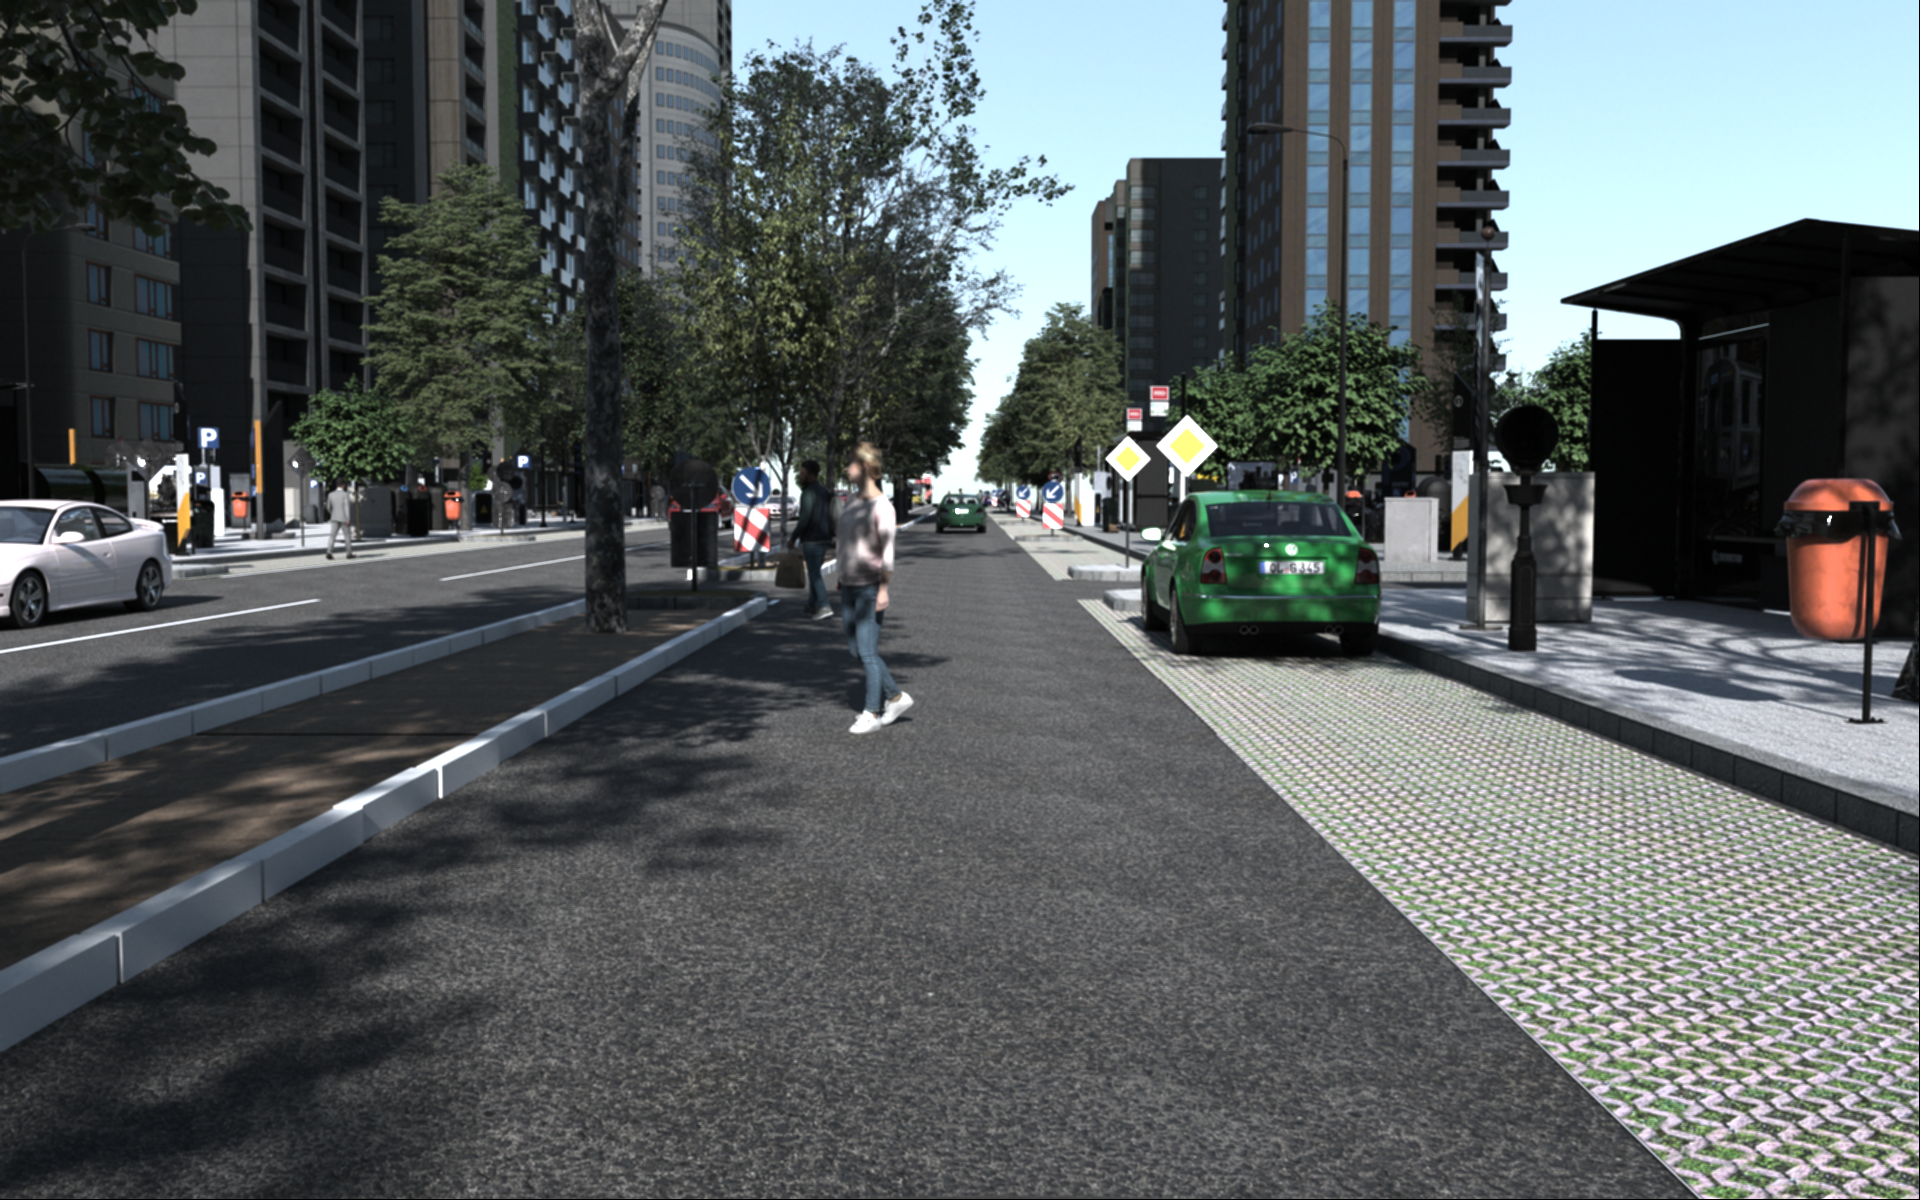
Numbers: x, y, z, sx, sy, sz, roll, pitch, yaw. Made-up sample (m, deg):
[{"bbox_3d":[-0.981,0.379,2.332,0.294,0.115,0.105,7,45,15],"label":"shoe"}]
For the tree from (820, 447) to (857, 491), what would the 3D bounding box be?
[{"bbox_3d":[-16.191,-20.543,252.880,9.611,12.733,9.660,0,3,0],"label":"tree"}]

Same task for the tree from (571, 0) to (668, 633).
[{"bbox_3d":[-2.438,-9.668,16.420,12.611,20.169,13.585,0,3,0],"label":"tree"}]

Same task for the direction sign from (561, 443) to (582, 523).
[{"bbox_3d":[-17.152,-5.171,76.542,0.876,3.537,0.379,0,4,0],"label":"direction sign"}]

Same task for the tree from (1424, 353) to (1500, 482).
[{"bbox_3d":[26.424,-8.653,91.833,4.360,8.622,3.978,0,3,0],"label":"tree"}]

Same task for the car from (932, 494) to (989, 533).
[{"bbox_3d":[0.026,-3.229,64.595,2.131,1.459,4.920,0,4,-1],"label":"car"}]

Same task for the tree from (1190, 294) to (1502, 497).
[{"bbox_3d":[6.167,-2.748,28.650,4.285,4.588,4.351,0,3,0],"label":"tree"}]

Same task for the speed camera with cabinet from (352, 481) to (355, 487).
[{"bbox_3d":[-28.557,-5.483,83.978,0.660,3.252,2.038,2,4,25],"label":"speed camera with cabinet"}]

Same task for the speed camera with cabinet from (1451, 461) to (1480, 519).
[{"bbox_3d":[19.996,-4.601,69.562,0.660,3.252,2.038,-3,4,-38],"label":"speed camera with cabinet"}]

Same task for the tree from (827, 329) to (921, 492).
[{"bbox_3d":[-3.601,-7.360,73.161,4.360,8.622,3.978,0,3,0],"label":"tree"}]

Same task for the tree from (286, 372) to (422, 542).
[{"bbox_3d":[-16.346,-3.860,46.827,4.285,4.588,4.351,0,3,0],"label":"tree"}]

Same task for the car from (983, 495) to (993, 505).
[{"bbox_3d":[3.436,-10.915,191.034,1.945,1.354,3.894,0,4,1],"label":"car"}]

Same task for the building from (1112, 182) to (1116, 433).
[{"bbox_3d":[26.879,-33.255,227.306,14.154,41.232,14.086,0,4,0],"label":"building"}]

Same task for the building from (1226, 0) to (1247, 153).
[{"bbox_3d":[26.415,-27.165,127.746,14.154,41.232,14.086,0,4,0],"label":"building"}]

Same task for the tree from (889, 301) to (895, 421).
[{"bbox_3d":[-3.723,-5.103,36.247,4.737,8.622,4.395,0,3,0],"label":"tree"}]

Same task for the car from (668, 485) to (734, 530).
[{"bbox_3d":[-10.422,-3.748,69.950,2.281,1.827,5.304,0,4,1],"label":"car"}]

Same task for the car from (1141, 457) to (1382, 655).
[{"bbox_3d":[2.787,-0.484,16.713,1.959,1.807,4.718,0,4,0],"label":"car"}]

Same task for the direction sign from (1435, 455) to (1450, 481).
[{"bbox_3d":[27.955,-6.625,100.317,0.876,3.537,0.379,2,4,32],"label":"direction sign"}]

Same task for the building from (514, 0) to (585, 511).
[{"bbox_3d":[-41.712,-31.479,134.287,23.786,49.044,30.456,0,4,0],"label":"building"}]

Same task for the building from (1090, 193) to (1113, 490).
[{"bbox_3d":[26.782,-37.097,256.645,14.600,45.320,14.200,0,4,0],"label":"building"}]

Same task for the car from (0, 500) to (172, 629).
[{"bbox_3d":[-10.808,-0.459,19.864,2.083,1.381,4.827,0,4,0],"label":"car"}]

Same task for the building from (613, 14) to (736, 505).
[{"bbox_3d":[-40.544,-41.217,215.902,21.231,58.520,28.212,0,4,0],"label":"building"}]

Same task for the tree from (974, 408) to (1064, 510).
[{"bbox_3d":[6.315,-14.345,168.949,8.767,10.594,7.601,-1,4,-20],"label":"tree"}]

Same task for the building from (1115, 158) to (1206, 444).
[{"bbox_3d":[27.214,-32.393,213.219,14.154,41.232,14.086,0,4,0],"label":"building"}]

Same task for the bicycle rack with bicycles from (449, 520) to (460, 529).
[{"bbox_3d":[-19.440,-3.089,63.882,2.852,0.926,2.925,0,4,7],"label":"bicycle rack with bicycles"}]

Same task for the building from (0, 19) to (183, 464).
[{"bbox_3d":[-46.321,-13.001,57.608,27.650,21.520,28.899,0,4,0],"label":"building"}]

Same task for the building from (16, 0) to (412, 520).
[{"bbox_3d":[-40.379,-39.787,88.764,20.563,71.187,20.611,0,4,0],"label":"building"}]

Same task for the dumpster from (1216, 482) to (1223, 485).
[{"bbox_3d":[7.733,-2.724,47.038,1.502,2.255,1.985,0,4,0],"label":"dumpster"}]

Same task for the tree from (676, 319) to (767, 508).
[{"bbox_3d":[-16.261,-13.204,122.534,9.857,13.997,8.962,0,3,0],"label":"tree"}]

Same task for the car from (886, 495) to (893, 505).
[{"bbox_3d":[-6.861,-9.389,166.087,1.945,1.354,3.894,0,3,0],"label":"car"}]

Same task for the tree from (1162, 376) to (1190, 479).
[{"bbox_3d":[6.091,-3.412,39.499,4.285,4.588,4.351,0,3,0],"label":"tree"}]

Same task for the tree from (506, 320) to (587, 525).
[{"bbox_3d":[-16.879,-7.484,72.726,4.360,8.622,3.978,0,3,0],"label":"tree"}]

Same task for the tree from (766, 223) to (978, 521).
[{"bbox_3d":[-3.812,-10.480,80.459,9.857,13.997,8.962,0,3,0],"label":"tree"}]

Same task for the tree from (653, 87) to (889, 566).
[{"bbox_3d":[-3.642,-4.807,31.419,4.737,8.622,4.395,0,3,0],"label":"tree"}]

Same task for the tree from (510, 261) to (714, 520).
[{"bbox_3d":[-16.897,-10.297,85.362,9.611,12.733,9.660,0,3,0],"label":"tree"}]

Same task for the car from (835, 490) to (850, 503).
[{"bbox_3d":[-10.261,-8.495,147.565,2.281,1.827,5.304,0,4,-1],"label":"car"}]

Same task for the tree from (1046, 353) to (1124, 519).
[{"bbox_3d":[6.180,-8.552,90.193,4.737,8.622,4.395,0,3,0],"label":"tree"}]

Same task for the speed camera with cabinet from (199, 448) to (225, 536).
[{"bbox_3d":[-23.003,-3.604,53.269,0.660,3.252,2.038,-2,4,-26],"label":"speed camera with cabinet"}]

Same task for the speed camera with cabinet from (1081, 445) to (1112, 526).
[{"bbox_3d":[5.503,-4.610,69.713,0.660,3.252,2.038,2,4,26],"label":"speed camera with cabinet"}]

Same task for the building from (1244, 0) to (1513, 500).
[{"bbox_3d":[26.762,-28.342,113.504,14.600,45.320,14.200,0,4,0],"label":"building"}]

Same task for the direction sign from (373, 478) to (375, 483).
[{"bbox_3d":[-26.258,-5.237,77.616,0.379,3.537,0.876,0,4,-3],"label":"direction sign"}]

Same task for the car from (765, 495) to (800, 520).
[{"bbox_3d":[-9.937,-5.133,96.294,2.083,1.381,4.827,0,4,0],"label":"car"}]

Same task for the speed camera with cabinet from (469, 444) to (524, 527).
[{"bbox_3d":[-18.316,-4.535,68.484,2.038,3.252,0.660,-2,4,-25],"label":"speed camera with cabinet"}]

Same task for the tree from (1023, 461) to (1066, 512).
[{"bbox_3d":[6.262,-8.800,127.590,4.285,4.588,4.351,0,3,0],"label":"tree"}]

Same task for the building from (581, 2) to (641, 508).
[{"bbox_3d":[-37.327,-30.982,156.671,14.600,45.320,14.200,0,4,0],"label":"building"}]

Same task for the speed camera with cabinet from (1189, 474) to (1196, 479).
[{"bbox_3d":[11.549,-5.303,81.044,0.660,3.252,2.038,-3,5,-43],"label":"speed camera with cabinet"}]

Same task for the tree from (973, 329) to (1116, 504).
[{"bbox_3d":[6.434,-12.267,117.574,9.611,12.733,9.660,0,3,0],"label":"tree"}]

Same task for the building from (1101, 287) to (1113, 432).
[{"bbox_3d":[26.503,-28.757,241.883,14.160,30.474,14.107,0,4,0],"label":"building"}]

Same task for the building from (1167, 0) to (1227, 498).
[{"bbox_3d":[31.038,-51.176,149.399,22.319,86.520,31.000,0,4,0],"label":"building"}]

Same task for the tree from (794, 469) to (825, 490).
[{"bbox_3d":[-15.810,-12.164,182.590,4.285,4.588,4.351,0,3,0],"label":"tree"}]

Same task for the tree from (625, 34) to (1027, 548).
[{"bbox_3d":[-3.444,-8.125,45.671,12.009,13.543,11.850,0,3,0],"label":"tree"}]

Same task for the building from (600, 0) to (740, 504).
[{"bbox_3d":[-39.976,-49.041,240.067,20.563,71.187,20.611,0,4,0],"label":"building"}]

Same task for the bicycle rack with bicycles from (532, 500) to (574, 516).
[{"bbox_3d":[-24.589,-5.489,103.127,2.925,0.926,2.852,0,4,-4],"label":"bicycle rack with bicycles"}]

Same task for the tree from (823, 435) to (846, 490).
[{"bbox_3d":[-15.391,-17.477,220.168,8.767,10.594,7.601,2,4,28],"label":"tree"}]

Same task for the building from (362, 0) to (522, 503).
[{"bbox_3d":[-37.222,-26.203,112.017,14.154,41.232,14.086,0,4,0],"label":"building"}]

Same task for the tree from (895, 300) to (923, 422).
[{"bbox_3d":[-3.103,-6.219,54.505,4.737,8.622,4.395,0,3,0],"label":"tree"}]

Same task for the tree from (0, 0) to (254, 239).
[{"bbox_3d":[-3.573,-5.116,4.226,7.486,12.596,7.792,0,3,0],"label":"tree"}]

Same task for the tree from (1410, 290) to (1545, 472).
[{"bbox_3d":[18.178,-6.810,61.699,4.737,8.622,4.395,0,3,0],"label":"tree"}]
